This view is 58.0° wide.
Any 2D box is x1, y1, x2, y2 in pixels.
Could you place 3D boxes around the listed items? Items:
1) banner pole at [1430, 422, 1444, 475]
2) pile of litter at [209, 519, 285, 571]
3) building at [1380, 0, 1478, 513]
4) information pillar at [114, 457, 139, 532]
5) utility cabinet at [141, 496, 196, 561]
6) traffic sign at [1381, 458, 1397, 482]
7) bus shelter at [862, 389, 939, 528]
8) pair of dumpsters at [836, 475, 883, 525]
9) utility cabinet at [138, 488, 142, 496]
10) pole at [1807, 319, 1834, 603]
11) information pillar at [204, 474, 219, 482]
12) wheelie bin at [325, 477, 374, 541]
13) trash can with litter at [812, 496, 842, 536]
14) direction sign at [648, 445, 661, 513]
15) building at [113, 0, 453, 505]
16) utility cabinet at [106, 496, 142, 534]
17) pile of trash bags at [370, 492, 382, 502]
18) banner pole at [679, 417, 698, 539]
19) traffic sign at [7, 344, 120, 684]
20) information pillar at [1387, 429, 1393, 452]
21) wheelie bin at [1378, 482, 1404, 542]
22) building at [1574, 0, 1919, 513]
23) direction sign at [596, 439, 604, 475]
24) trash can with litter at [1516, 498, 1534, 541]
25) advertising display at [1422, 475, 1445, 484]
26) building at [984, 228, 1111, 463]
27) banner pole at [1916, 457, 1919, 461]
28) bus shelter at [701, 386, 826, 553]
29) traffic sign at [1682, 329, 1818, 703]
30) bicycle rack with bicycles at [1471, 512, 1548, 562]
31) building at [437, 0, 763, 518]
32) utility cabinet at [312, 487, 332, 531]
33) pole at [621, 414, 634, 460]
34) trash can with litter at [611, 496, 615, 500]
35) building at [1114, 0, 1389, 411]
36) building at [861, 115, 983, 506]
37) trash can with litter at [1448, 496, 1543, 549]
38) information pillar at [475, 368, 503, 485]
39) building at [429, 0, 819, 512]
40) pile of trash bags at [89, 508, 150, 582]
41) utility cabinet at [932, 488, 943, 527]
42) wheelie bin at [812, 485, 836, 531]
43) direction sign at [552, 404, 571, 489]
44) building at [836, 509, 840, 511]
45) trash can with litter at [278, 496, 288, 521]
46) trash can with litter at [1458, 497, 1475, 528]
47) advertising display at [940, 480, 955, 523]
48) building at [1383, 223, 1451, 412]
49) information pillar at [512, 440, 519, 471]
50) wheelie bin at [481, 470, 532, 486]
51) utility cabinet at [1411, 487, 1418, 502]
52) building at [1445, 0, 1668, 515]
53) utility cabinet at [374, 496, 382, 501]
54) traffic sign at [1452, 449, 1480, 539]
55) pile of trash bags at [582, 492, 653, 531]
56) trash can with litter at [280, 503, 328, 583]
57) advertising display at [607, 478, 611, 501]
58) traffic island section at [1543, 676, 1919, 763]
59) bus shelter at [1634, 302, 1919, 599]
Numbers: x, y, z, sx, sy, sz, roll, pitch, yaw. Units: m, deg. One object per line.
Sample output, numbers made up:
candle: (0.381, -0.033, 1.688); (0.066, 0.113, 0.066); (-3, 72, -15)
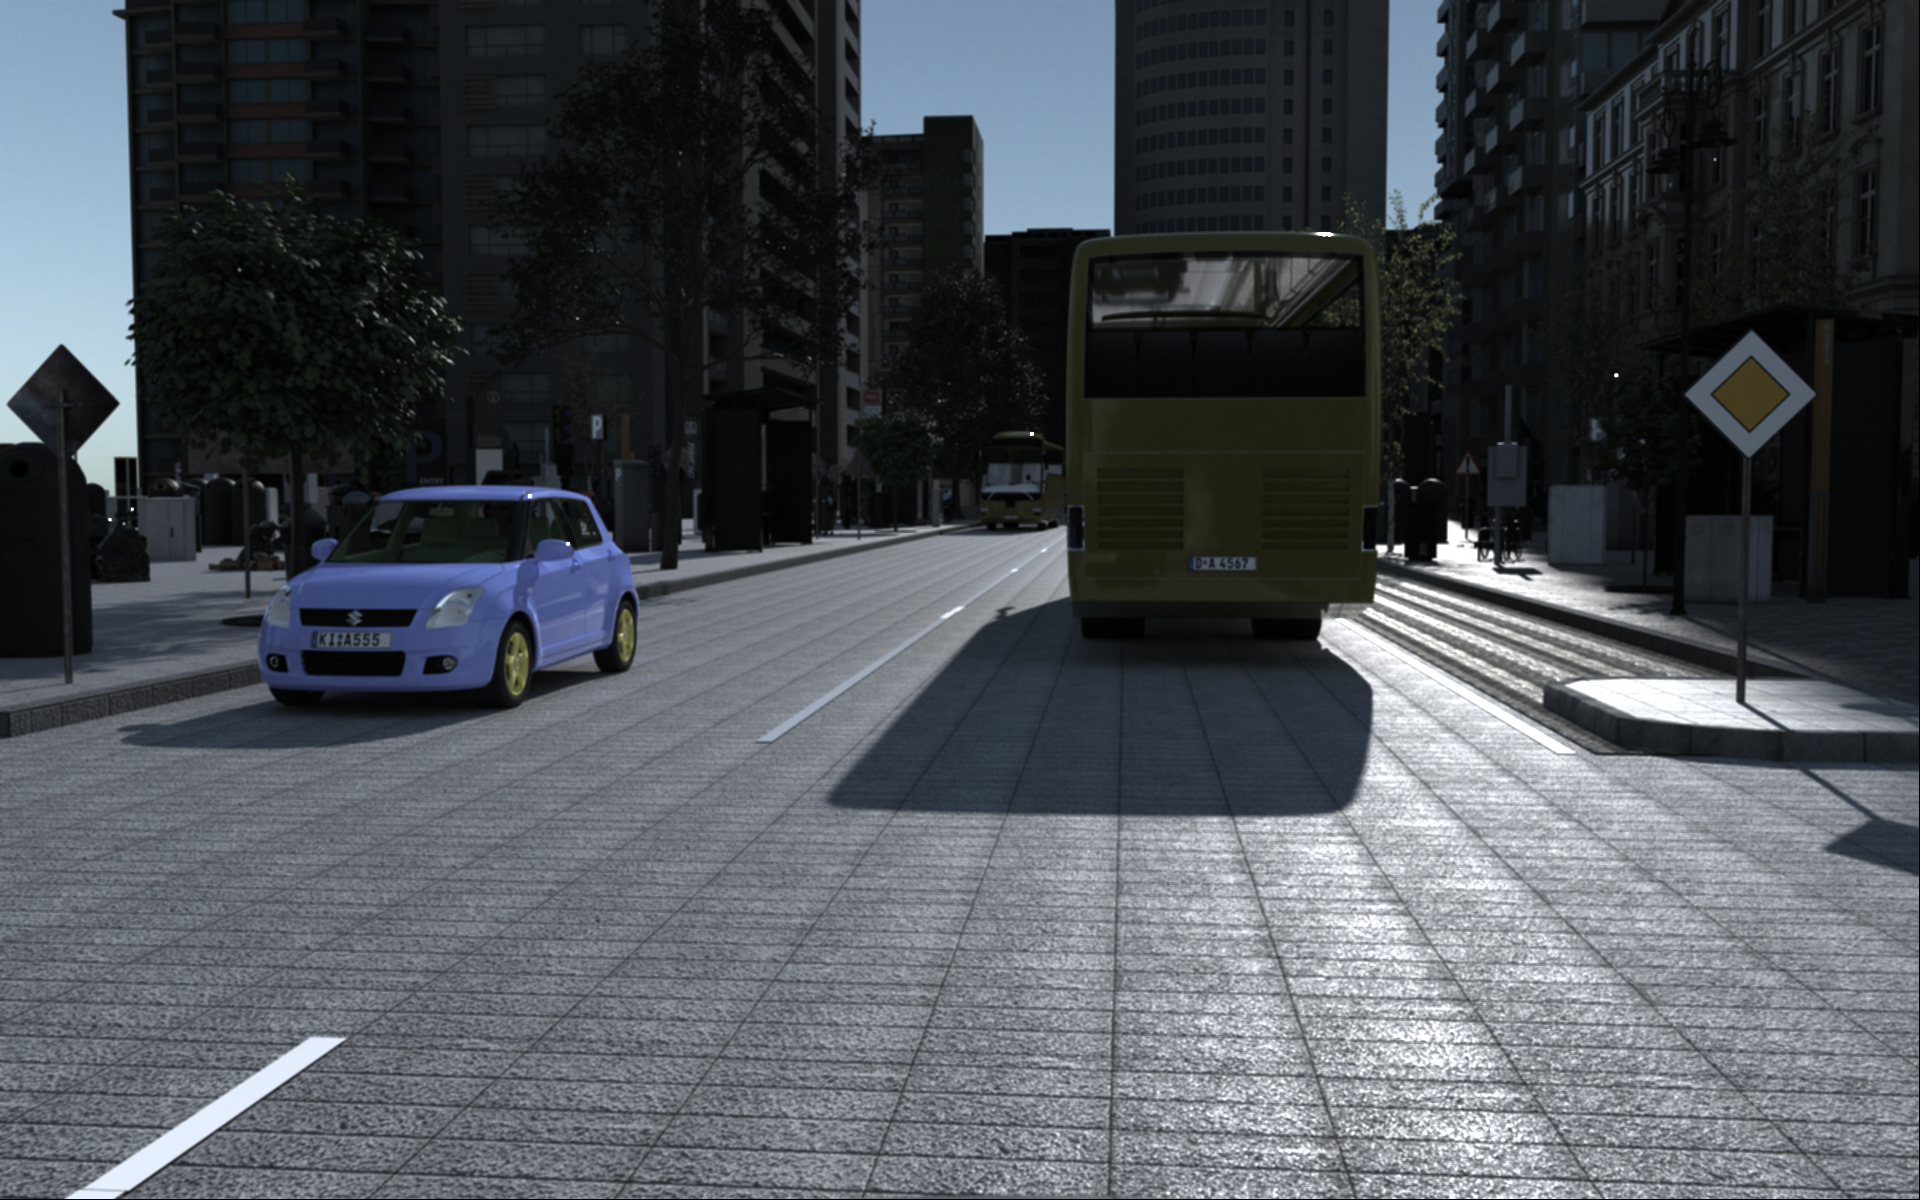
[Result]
banner pole: (16.639, -4.318, 60.617); (0.863, 3.779, 0.401); (-3, 4, -36)
pile of litter: (-11.981, -0.940, 29.332); (1.719, 0.858, 1.176); (3, 5, 42)
building: (43.874, -49.831, 127.406); (22.319, 86.520, 31.000); (0, 4, 5)
information pillar: (-16.608, -1.837, 34.533); (0.304, 2.012, 0.304); (1, 4, 10)
utility cabinet: (-15.152, -1.350, 33.238); (1.020, 1.237, 0.306); (2, 4, 24)
traffic sign: (14.909, -3.690, 60.437); (0.768, 2.556, 0.104); (1, 4, 11)
bus shelter: (-2.406, -5.592, 69.059); (2.179, 5.291, 8.768); (0, 4, 6)
pair of dumpsters: (-4.187, -4.313, 73.008); (1.574, 2.255, 4.437); (0, 4, 5)
utility cabinet: (-27.192, -2.955, 56.994); (0.318, 1.500, 1.173); (-3, 4, -38)
pole: (10.106, -1.620, 20.335); (0.158, 3.312, 0.155); (0, 3, 0)
information pillar: (-25.808, -4.179, 59.686); (0.504, 3.616, 0.183); (-1, 4, -19)
wheelie bin: (-11.460, -1.508, 32.557); (0.980, 1.594, 0.693); (1, 4, 23)
trash can with litter: (-4.513, -2.632, 54.095); (1.678, 1.210, 2.233); (0, 4, -5)
direction sign: (-14.090, -5.380, 79.966); (0.876, 3.537, 0.379); (3, 5, 43)
building: (-51.156, -29.818, 142.146); (28.867, 44.769, 22.147); (0, 4, 5)
utility cabinet: (-22.825, -2.222, 47.490); (1.020, 1.237, 0.306); (-1, 4, -18)
pile of trash bags: (-23.201, -3.875, 73.115); (3.447, 1.369, 1.912); (-2, 4, -24)
banner pole: (-7.828, -3.644, 49.599); (0.863, 3.779, 0.401); (2, 4, 25)
traffic sign: (-6.034, -0.491, 11.673); (0.795, 2.450, 0.064); (0, 4, 5)
information pillar: (15.071, -4.246, 60.777); (0.183, 3.616, 0.504); (0, 3, 0)
wheelie bin: (11.400, -2.342, 46.203); (0.693, 1.594, 0.980); (-2, 4, -24)
building: (33.070, -15.032, 64.863); (14.460, 24.649, 34.723); (0, 4, 5)
direction sign: (-14.819, -4.854, 71.353); (0.379, 3.537, 0.876); (0, 4, 5)
trash can with litter: (15.408, -2.208, 47.487); (0.624, 1.170, 1.055); (1, 4, 19)
advertising display: (15.960, -3.257, 58.465); (0.123, 1.923, 0.974); (-2, 4, -27)
building: (9.785, -25.658, 191.216); (14.107, 30.474, 14.160); (0, 4, 5)
banner pole: (9.132, -1.575, 15.776); (0.863, 3.779, 0.401); (0, 4, -3)
bus shelter: (-4.549, -3.040, 40.988); (1.731, 3.624, 6.357); (0, 4, 6)
traffic sign: (4.808, -0.426, 10.612); (0.795, 2.450, 0.064); (0, 4, 5)
bicycle rack with bicycles: (11.048, -1.234, 33.560); (2.852, 0.926, 2.925); (3, 4, 37)
building: (-19.237, -25.175, 95.201); (14.154, 41.232, 14.086); (0, 4, 5)
utility cabinet: (-20.264, -2.861, 55.456); (0.318, 1.500, 1.173); (2, 4, 34)
pole: (-8.502, -3.073, 44.079); (0.158, 3.312, 0.155); (0, 3, 0)
trash can with litter: (-17.123, -4.708, 88.035); (2.233, 1.210, 1.678); (0, 4, 2)
building: (31.080, -39.679, 190.743); (28.212, 58.520, 21.231); (0, 4, 5)
building: (-4.818, -31.035, 191.019); (14.086, 41.232, 14.154); (0, 4, 5)
trash can with litter: (12.800, -1.842, 41.169); (1.678, 1.210, 2.233); (-2, 4, -25)
information pillar: (-8.686, -2.487, 32.021); (0.504, 3.616, 0.183); (-1, 4, -21)
building: (-21.684, -29.954, 113.448); (21.300, 48.544, 21.600); (0, 4, 5)
pile of trash bags: (-13.667, -0.932, 24.990); (3.447, 1.369, 1.912); (-3, 4, -38)
utility cabinet: (-0.867, -3.624, 67.930); (0.318, 1.500, 1.173); (0, 4, 6)
wheelie bin: (-4.764, -3.214, 60.459); (0.980, 1.594, 0.693); (2, 4, 32)
direction sign: (-10.118, -3.185, 44.073); (0.379, 3.537, 0.876); (1, 4, 16)
building: (-22.501, -36.549, 139.568); (28.212, 58.520, 21.231); (0, 4, 5)
trash can with litter: (-32.900, -4.375, 82.589); (2.233, 1.210, 1.678); (0, 4, -5)
trash can with litter: (19.233, -3.329, 65.810); (0.624, 1.170, 1.055); (1, 4, 13)
advertising display: (-0.579, -4.438, 77.775); (0.123, 1.923, 0.974); (-3, 4, -37)
building: (51.947, -25.434, 187.547); (14.107, 30.474, 14.160); (0, 4, 5)
information pillar: (-19.425, -5.163, 75.775); (0.183, 3.616, 0.504); (1, 4, 10)
wheelie bin: (-6.076, -0.938, 23.250); (0.693, 1.594, 0.980); (2, 4, 29)
utility cabinet: (14.288, -2.811, 54.634); (1.173, 1.500, 0.318); (-2, 4, -26)
building: (41.465, -29.258, 97.969); (23.786, 49.044, 30.456); (0, 4, 5)
utility cabinet: (-21.597, -3.326, 65.542); (1.020, 1.237, 0.306); (-2, 4, -31)
traffic sign: (14.603, -3.050, 49.869); (0.884, 2.594, 0.081); (0, 4, 7)
pile of trash bags: (-13.022, -3.384, 65.080); (3.447, 1.369, 1.912); (3, 4, 36)
trash can with litter: (-8.568, -0.718, 23.130); (1.055, 1.170, 0.624); (2, 4, 30)
advertising display: (-14.154, -3.955, 69.877); (0.123, 1.923, 0.974); (-1, 4, -11)
traffic island section: (4.832, 0.709, 10.687); (2.009, 0.180, 2.903); (0, 4, 5)
bus shelter: (11.192, -2.018, 24.280); (1.731, 3.624, 6.357); (0, 4, 6)
